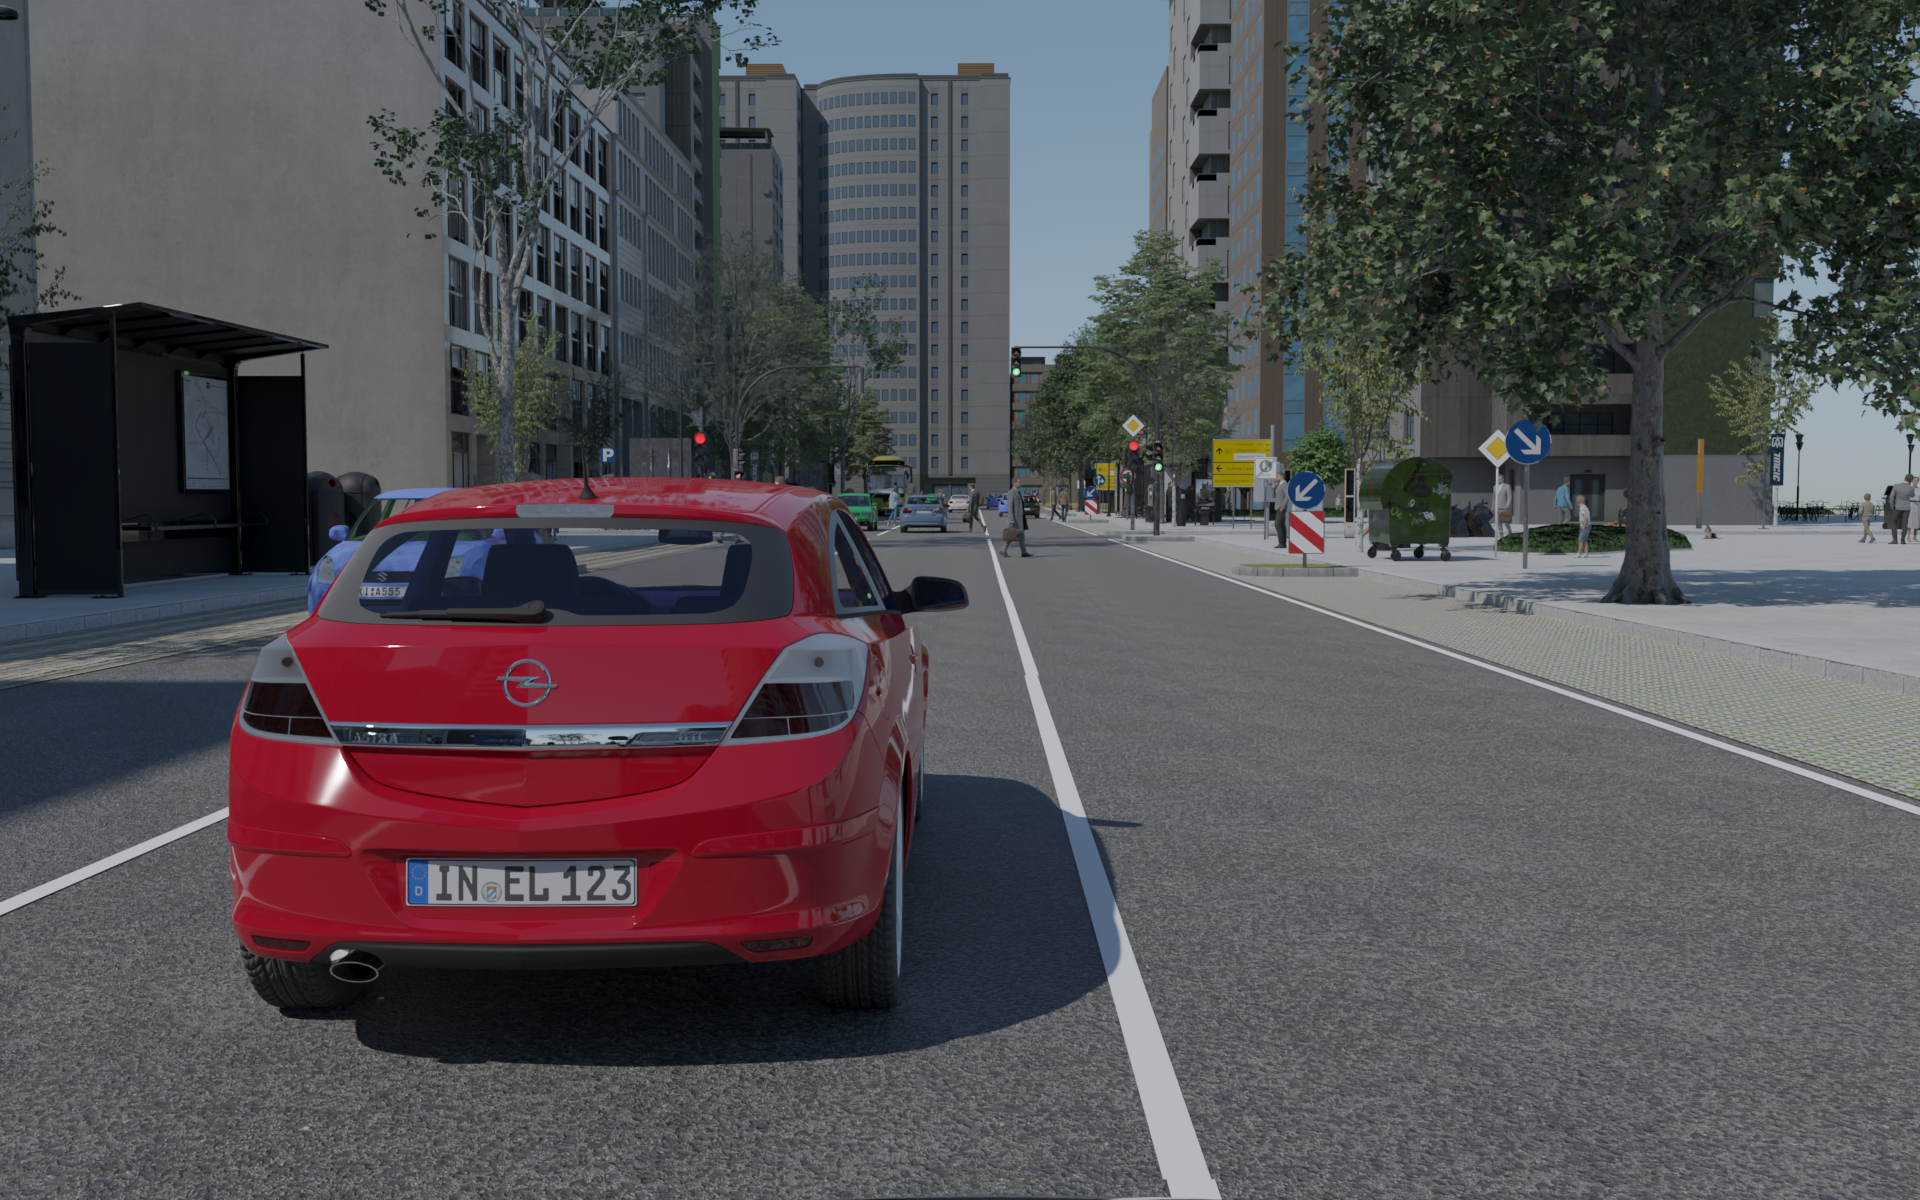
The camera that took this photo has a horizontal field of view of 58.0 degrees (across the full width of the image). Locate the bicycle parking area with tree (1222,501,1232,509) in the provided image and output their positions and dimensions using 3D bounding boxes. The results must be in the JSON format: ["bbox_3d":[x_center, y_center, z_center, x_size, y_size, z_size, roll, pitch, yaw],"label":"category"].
[{"bbox_3d":[24.559,-8.812,131.076,9.016,4.147,8.231,-1,4,-12],"label":"bicycle parking area with tree"}]

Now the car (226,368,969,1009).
[{"bbox_3d":[-1.042,0.167,6.305,2.155,1.783,4.494,0,3,0],"label":"car"}]

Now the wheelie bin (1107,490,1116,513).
[{"bbox_3d":[10.289,-6.607,115.931,0.980,1.594,0.693,2,4,30],"label":"wheelie bin"}]

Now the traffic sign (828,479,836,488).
[{"bbox_3d":[-10.194,-8.382,137.157,0.768,2.556,0.104,0,4,6],"label":"traffic sign"}]

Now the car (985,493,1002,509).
[{"bbox_3d":[3.345,-9.369,162.774,1.945,1.707,3.694,0,4,0],"label":"car"}]

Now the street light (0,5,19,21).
[{"bbox_3d":[-9.647,-2.696,16.624,1.470,5.913,1.316,0,4,0],"label":"street light"}]

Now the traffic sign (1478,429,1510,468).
[{"bbox_3d":[10.871,-2.156,34.989,0.795,2.593,0.064,0,4,6],"label":"traffic sign"}]

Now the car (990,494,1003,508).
[{"bbox_3d":[4.035,-10.639,184.170,2.015,1.641,3.980,0,4,1],"label":"car"}]

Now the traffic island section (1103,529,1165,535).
[{"bbox_3d":[6.134,-2.389,61.345,2.009,0.180,2.903,0,4,0],"label":"traffic island section"}]

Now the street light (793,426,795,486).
[{"bbox_3d":[-8.989,-7.764,99.477,1.470,5.913,1.316,0,4,0],"label":"street light"}]

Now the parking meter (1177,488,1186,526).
[{"bbox_3d":[8.792,-3.692,68.780,0.372,1.533,0.369,0,3,0],"label":"parking meter"}]

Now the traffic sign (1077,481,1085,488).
[{"bbox_3d":[9.230,-7.937,131.894,0.606,2.300,0.079,0,4,5],"label":"traffic sign"}]

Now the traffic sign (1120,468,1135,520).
[{"bbox_3d":[8.260,-5.221,85.465,0.768,2.556,0.104,0,4,4],"label":"traffic sign"}]

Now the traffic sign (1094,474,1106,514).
[{"bbox_3d":[8.900,-6.746,110.409,0.768,2.556,0.104,1,4,10],"label":"traffic sign"}]

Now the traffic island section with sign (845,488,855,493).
[{"bbox_3d":[-7.145,-6.385,113.021,1.989,1.847,2.006,0,4,0],"label":"traffic island section with sign"}]

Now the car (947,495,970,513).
[{"bbox_3d":[0.028,-7.429,133.822,2.083,1.381,4.827,0,4,1],"label":"car"}]

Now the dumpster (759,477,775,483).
[{"bbox_3d":[-11.358,-6.029,101.070,1.502,2.255,1.985,0,4,0],"label":"dumpster"}]

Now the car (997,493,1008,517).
[{"bbox_3d":[3.324,-6.186,110.732,1.945,1.707,3.694,0,3,0],"label":"car"}]

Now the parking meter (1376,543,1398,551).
[{"bbox_3d":[9.605,-1.885,39.232,0.372,1.533,0.369,0,3,0],"label":"parking meter"}]

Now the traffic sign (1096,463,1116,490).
[{"bbox_3d":[10.023,-7.301,113.246,2.265,3.308,0.079,0,4,6],"label":"traffic sign"}]

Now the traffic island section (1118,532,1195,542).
[{"bbox_3d":[6.067,-1.901,53.361,2.009,0.180,2.903,0,4,0],"label":"traffic island section"}]

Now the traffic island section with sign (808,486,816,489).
[{"bbox_3d":[-7.369,-4.736,86.067,1.989,1.847,2.006,0,4,0],"label":"traffic island section with sign"}]

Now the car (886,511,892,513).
[{"bbox_3d":[-4.732,-7.678,134.570,2.155,1.783,4.494,0,4,2],"label":"car"}]

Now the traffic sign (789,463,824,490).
[{"bbox_3d":[-9.985,-7.246,112.342,2.265,3.308,0.079,0,4,1],"label":"traffic sign"}]

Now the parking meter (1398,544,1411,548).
[{"bbox_3d":[10.514,-1.999,41.089,0.372,1.533,0.369,0,3,0],"label":"parking meter"}]

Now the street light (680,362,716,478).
[{"bbox_3d":[-9.304,-5.425,61.235,1.470,5.913,1.316,0,4,0],"label":"street light"}]

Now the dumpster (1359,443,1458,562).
[{"bbox_3d":[8.703,-1.905,33.646,1.502,2.255,1.985,0,4,0],"label":"dumpster"}]

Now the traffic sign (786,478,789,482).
[{"bbox_3d":[-12.921,-8.057,131.831,0.768,2.556,0.104,0,4,4],"label":"traffic sign"}]

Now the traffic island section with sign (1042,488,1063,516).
[{"bbox_3d":[6.577,-6.377,112.897,1.989,1.847,2.006,0,4,0],"label":"traffic island section with sign"}]

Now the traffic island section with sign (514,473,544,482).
[{"bbox_3d":[-7.830,-1.381,31.210,1.989,1.847,2.006,0,4,0],"label":"traffic island section with sign"}]

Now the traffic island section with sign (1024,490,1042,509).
[{"bbox_3d":[6.996,-9.494,163.847,1.989,1.847,2.006,0,4,0],"label":"traffic island section with sign"}]

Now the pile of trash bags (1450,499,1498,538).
[{"bbox_3d":[14.944,-2.621,52.598,1.912,1.369,3.447,0,4,-3],"label":"pile of trash bags"}]

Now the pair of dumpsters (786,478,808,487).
[{"bbox_3d":[-9.961,-6.252,104.714,1.574,2.255,4.437,0,4,1],"label":"pair of dumpsters"}]

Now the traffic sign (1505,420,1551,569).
[{"bbox_3d":[9.692,-1.806,29.630,0.768,2.556,0.104,1,4,9],"label":"traffic sign"}]

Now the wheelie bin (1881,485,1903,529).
[{"bbox_3d":[33.950,-3.357,62.790,0.980,1.594,0.693,0,4,0],"label":"wheelie bin"}]

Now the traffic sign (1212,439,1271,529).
[{"bbox_3d":[10.415,-4.278,63.815,2.265,3.308,0.079,0,4,5],"label":"traffic sign"}]

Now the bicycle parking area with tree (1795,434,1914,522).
[{"bbox_3d":[42.579,-5.838,82.458,8.231,4.147,9.016,1,4,15],"label":"bicycle parking area with tree"}]

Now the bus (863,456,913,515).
[{"bbox_3d":[-4.616,-7.540,114.830,2.896,3.916,12.252,0,4,1],"label":"bus"}]

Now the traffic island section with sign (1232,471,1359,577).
[{"bbox_3d":[5.884,-1.351,30.721,1.989,1.847,2.006,0,4,0],"label":"traffic island section with sign"}]

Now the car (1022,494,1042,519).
[{"bbox_3d":[3.843,-5.670,102.495,2.009,1.686,4.222,0,4,1],"label":"car"}]

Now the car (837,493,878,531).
[{"bbox_3d":[-4.187,-3.622,68.020,1.959,1.807,4.718,0,3,0],"label":"car"}]

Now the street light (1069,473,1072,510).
[{"bbox_3d":[8.183,-10.020,136.363,1.470,5.913,1.316,0,4,0],"label":"street light"}]

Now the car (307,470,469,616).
[{"bbox_3d":[-5.515,-0.528,18.226,1.945,1.707,3.694,0,4,-1],"label":"car"}]

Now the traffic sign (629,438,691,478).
[{"bbox_3d":[-10.862,-4.215,62.784,2.265,3.308,0.079,0,4,4],"label":"traffic sign"}]

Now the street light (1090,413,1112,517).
[{"bbox_3d":[7.902,-7.681,98.121,1.470,5.913,1.316,0,4,0],"label":"street light"}]

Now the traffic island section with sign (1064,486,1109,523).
[{"bbox_3d":[6.337,-4.729,85.943,1.989,1.847,2.006,0,4,0],"label":"traffic island section with sign"}]

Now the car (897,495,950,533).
[{"bbox_3d":[-1.363,-3.254,65.209,2.014,1.417,4.499,0,4,-1],"label":"car"}]

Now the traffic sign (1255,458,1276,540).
[{"bbox_3d":[8.509,-2.822,48.264,0.606,2.300,0.079,0,4,7],"label":"traffic sign"}]
